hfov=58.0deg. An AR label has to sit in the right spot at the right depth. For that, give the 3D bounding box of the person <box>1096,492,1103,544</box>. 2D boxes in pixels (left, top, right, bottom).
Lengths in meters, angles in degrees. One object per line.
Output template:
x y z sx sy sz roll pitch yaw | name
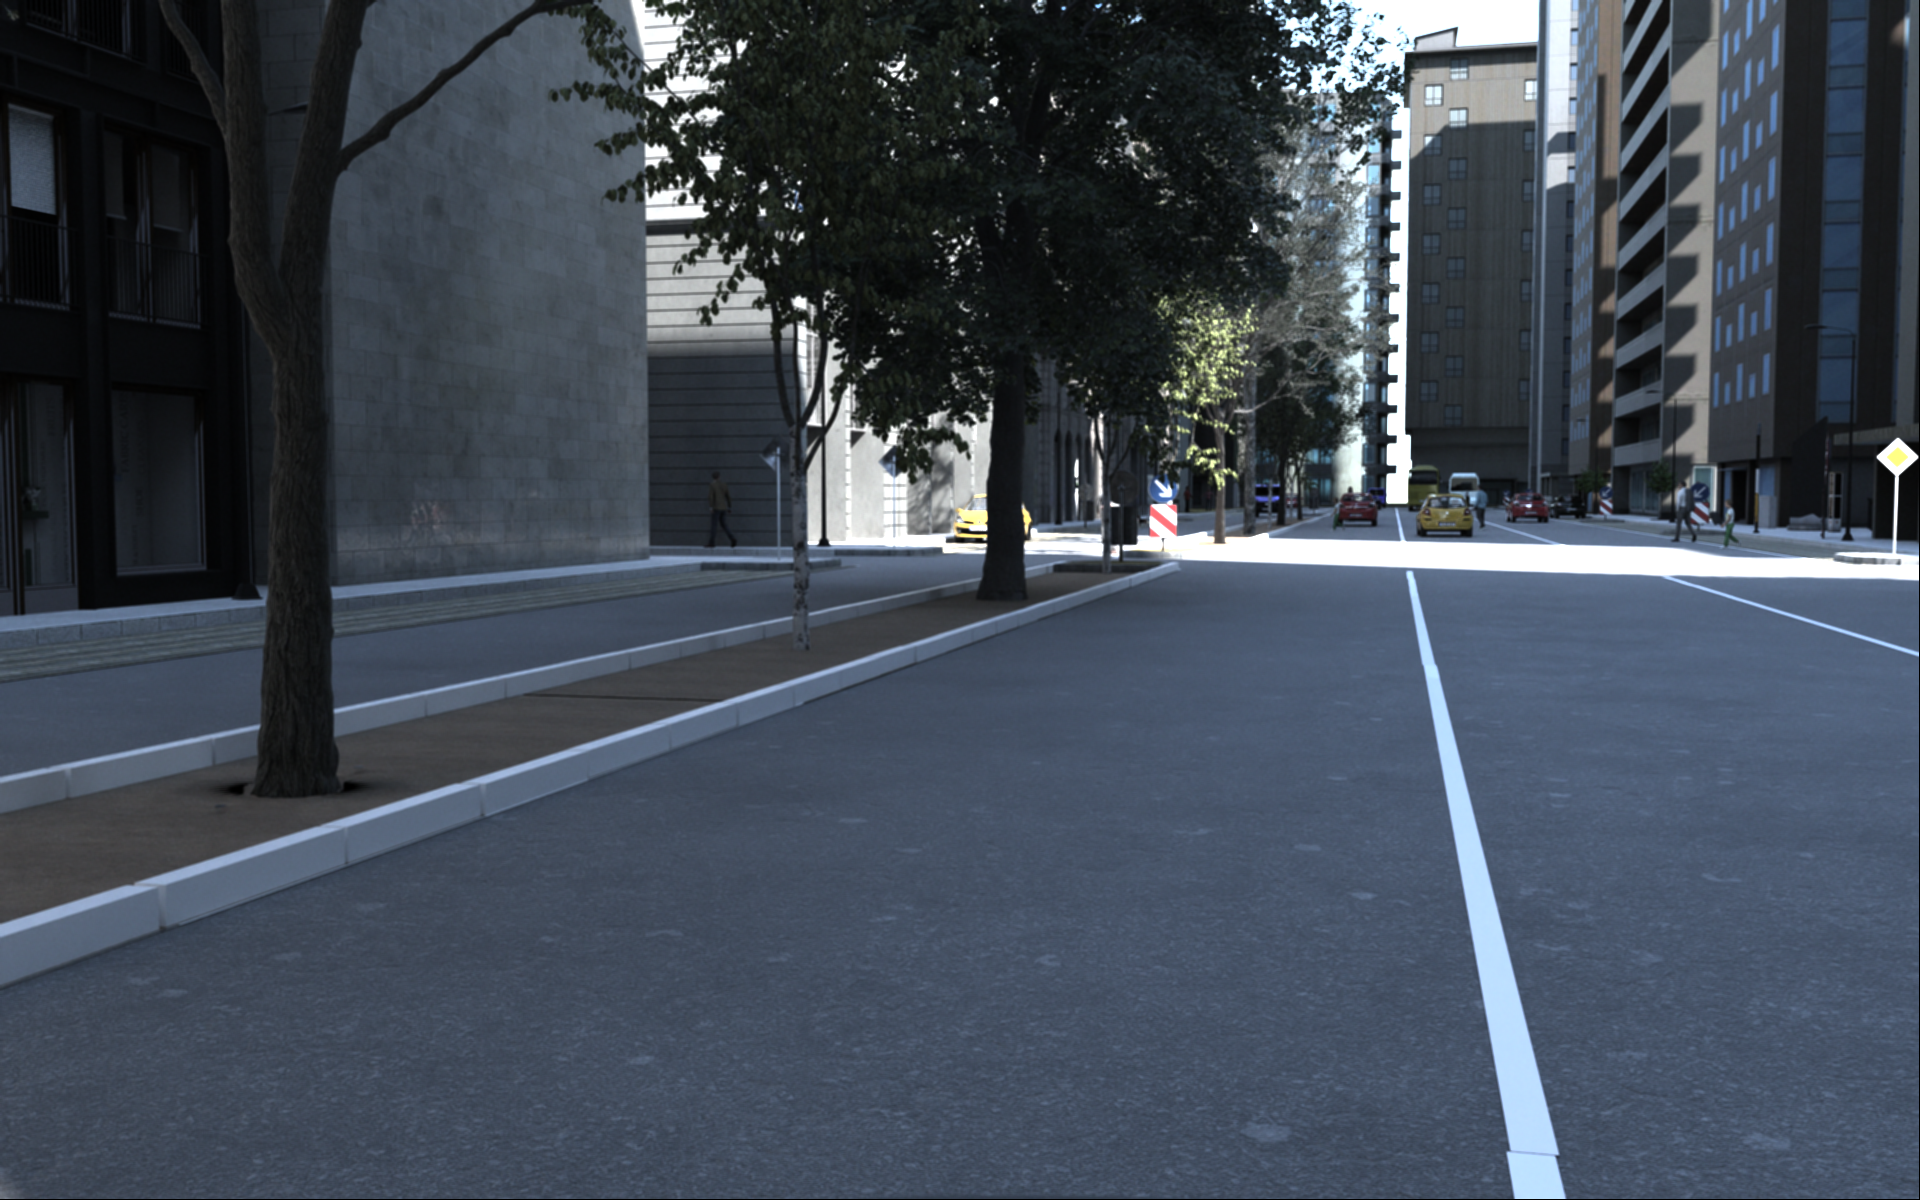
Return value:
4.248 -2.528 50.105 0.678 1.792 0.850 1 4 12 | person

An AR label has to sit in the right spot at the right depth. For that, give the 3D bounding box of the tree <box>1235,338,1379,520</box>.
18.890 -9.714 95.695 8.767 10.594 7.601 1 4 14 | tree

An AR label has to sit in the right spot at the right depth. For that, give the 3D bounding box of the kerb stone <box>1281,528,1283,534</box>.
11.263 -2.396 61.388 0.120 0.150 1.000 1 4 14 | kerb stone

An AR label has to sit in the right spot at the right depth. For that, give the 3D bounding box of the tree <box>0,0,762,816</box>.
-3.099 -4.867 7.790 9.928 11.665 9.643 0 3 0 | tree

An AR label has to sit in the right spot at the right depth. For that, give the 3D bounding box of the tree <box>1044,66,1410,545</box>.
7.353 -8.297 48.489 12.009 13.543 11.850 0 3 0 | tree

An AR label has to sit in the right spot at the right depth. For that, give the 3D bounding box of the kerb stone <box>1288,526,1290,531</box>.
12.266 -2.641 65.375 0.120 0.150 1.000 1 4 14 | kerb stone

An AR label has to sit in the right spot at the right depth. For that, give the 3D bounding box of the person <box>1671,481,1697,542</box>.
21.753 -2.652 51.956 0.679 1.850 0.850 -2 4 -28 | person

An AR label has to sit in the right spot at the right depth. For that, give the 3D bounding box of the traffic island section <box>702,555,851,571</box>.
-3.539 -0.690 33.567 2.009 0.180 2.903 1 4 14 | traffic island section

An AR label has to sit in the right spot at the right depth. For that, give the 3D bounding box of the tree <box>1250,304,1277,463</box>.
4.929 -5.364 40.525 4.737 8.622 4.395 0 3 0 | tree

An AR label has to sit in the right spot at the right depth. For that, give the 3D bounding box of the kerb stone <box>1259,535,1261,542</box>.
8.774 -1.782 51.439 0.120 0.150 1.000 1 4 14 | kerb stone

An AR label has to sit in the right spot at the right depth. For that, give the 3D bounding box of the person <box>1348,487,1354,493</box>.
20.397 -5.019 90.563 0.555 1.821 0.388 0 4 -2 | person

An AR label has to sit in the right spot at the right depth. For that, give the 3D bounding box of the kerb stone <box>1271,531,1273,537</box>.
10.032 -2.089 56.414 0.120 0.150 1.000 1 4 14 | kerb stone

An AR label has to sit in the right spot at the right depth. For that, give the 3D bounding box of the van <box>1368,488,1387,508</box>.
43.627 -10.825 181.376 2.240 2.365 5.245 1 4 13 | van

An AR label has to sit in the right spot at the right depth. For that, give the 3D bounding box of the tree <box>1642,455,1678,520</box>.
34.305 -5.529 84.999 1.663 3.219 1.824 0 3 0 | tree

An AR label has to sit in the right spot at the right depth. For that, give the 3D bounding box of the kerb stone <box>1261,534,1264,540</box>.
9.027 -1.850 52.444 0.120 0.150 1.000 1 4 14 | kerb stone

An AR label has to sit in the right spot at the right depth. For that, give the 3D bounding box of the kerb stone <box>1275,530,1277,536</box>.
10.524 -2.215 58.408 0.120 0.150 1.000 1 4 14 | kerb stone

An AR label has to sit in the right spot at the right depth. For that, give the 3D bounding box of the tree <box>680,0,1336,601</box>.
0.590 -6.973 23.122 9.857 13.997 8.962 0 3 0 | tree

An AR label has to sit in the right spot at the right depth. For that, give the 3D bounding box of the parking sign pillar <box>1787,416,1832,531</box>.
29.853 -4.420 60.747 1.447 3.967 1.447 -2 4 -26 | parking sign pillar

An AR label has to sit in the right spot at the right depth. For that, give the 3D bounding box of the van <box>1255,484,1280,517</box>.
19.125 -6.295 107.301 2.240 2.365 5.245 1 4 13 | van

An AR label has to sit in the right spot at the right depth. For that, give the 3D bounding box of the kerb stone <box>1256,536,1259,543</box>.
8.528 -1.727 50.434 0.120 0.150 1.000 1 4 14 | kerb stone

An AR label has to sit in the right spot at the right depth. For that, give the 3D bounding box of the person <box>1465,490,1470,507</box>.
42.888 -8.375 146.159 0.721 1.736 1.217 0 4 5 | person

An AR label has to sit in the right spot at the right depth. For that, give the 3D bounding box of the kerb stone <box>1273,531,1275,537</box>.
10.268 -2.154 57.418 0.120 0.150 1.000 1 4 14 | kerb stone

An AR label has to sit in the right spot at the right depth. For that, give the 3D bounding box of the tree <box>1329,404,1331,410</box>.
17.233 -8.385 89.912 4.360 8.622 3.978 0 3 0 | tree

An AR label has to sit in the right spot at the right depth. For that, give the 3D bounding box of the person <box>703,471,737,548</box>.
-5.732 -2.172 41.463 0.836 1.842 0.656 1 4 13 | person

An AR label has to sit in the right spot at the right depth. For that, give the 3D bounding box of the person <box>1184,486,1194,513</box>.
15.589 -6.880 118.471 0.705 1.831 1.348 2 4 35 | person

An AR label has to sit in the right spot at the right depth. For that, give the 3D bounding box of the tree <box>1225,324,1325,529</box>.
12.645 -7.196 70.480 4.360 8.622 3.978 0 3 0 | tree

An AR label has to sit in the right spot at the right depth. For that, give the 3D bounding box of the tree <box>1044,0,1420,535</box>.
9.241 -12.433 61.620 12.611 20.169 13.585 0 3 0 | tree

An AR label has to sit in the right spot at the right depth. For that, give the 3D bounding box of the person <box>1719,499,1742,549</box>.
20.149 -1.988 45.253 0.590 1.304 0.306 0 4 1 | person

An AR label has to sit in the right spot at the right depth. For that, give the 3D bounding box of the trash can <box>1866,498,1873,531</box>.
32.237 -3.008 60.841 0.748 1.137 0.748 0 3 0 | trash can

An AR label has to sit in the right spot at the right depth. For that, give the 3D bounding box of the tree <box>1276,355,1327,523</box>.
16.087 -8.110 85.415 4.737 8.622 4.395 0 3 0 | tree

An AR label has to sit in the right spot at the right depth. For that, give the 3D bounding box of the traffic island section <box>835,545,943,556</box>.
-1.601 -1.164 41.314 2.009 0.180 2.903 1 4 14 | traffic island section

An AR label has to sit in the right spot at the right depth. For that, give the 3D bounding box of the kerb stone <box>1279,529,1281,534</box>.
11.012 -2.331 60.397 0.120 0.150 1.000 1 4 14 | kerb stone

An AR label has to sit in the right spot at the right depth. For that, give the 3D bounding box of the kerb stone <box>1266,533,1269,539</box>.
9.525 -1.968 54.433 0.120 0.150 1.000 1 4 14 | kerb stone

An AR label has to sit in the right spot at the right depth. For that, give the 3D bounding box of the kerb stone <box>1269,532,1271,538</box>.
9.777 -2.032 55.424 0.120 0.150 1.000 1 4 14 | kerb stone

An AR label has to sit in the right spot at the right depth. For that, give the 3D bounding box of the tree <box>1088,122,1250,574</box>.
2.600 -4.745 30.394 4.737 8.622 4.395 0 3 0 | tree

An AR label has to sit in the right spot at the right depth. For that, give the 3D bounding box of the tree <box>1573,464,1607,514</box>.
40.708 -7.222 112.677 1.663 3.219 1.824 0 3 0 | tree

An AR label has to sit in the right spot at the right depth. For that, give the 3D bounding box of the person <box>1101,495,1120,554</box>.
3.568 -2.002 41.425 0.606 1.804 0.583 2 4 35 | person

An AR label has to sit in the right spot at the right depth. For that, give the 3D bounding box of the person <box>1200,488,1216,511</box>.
18.748 -7.581 130.718 1.217 1.743 0.721 1 4 19 | person

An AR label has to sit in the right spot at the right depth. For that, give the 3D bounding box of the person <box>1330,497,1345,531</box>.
14.490 -3.283 66.426 0.590 1.304 0.306 0 4 0 | person

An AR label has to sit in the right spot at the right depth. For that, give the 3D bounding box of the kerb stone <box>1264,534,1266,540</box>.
9.269 -1.909 53.438 0.120 0.150 1.000 1 4 14 | kerb stone

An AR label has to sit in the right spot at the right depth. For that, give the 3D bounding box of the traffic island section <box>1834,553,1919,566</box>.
19.492 -0.842 36.054 2.009 0.180 2.903 1 4 14 | traffic island section

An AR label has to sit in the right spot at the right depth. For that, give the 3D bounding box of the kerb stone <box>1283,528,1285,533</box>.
11.509 -2.458 62.385 0.120 0.150 1.000 1 4 14 | kerb stone

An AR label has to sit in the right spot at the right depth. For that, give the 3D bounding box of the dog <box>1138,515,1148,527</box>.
7.987 -3.457 75.804 0.540 0.507 0.406 1 4 8 | dog

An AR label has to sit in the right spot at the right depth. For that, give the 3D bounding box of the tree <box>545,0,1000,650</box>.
-1.470 -3.824 15.341 4.737 8.622 4.395 0 3 0 | tree

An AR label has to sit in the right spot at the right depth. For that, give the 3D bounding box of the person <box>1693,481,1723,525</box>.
30.555 -3.950 70.849 1.509 1.804 0.699 -1 4 -13 | person

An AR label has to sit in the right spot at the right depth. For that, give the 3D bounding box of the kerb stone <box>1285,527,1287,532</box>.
11.772 -2.518 63.373 0.120 0.150 1.000 1 4 14 | kerb stone

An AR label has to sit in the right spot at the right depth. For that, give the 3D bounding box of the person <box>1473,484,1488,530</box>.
20.673 -3.676 68.623 0.660 1.820 0.620 -3 4 -37 | person

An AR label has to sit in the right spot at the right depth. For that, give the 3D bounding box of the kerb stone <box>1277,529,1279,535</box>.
10.768 -2.276 59.404 0.120 0.150 1.000 1 4 14 | kerb stone
